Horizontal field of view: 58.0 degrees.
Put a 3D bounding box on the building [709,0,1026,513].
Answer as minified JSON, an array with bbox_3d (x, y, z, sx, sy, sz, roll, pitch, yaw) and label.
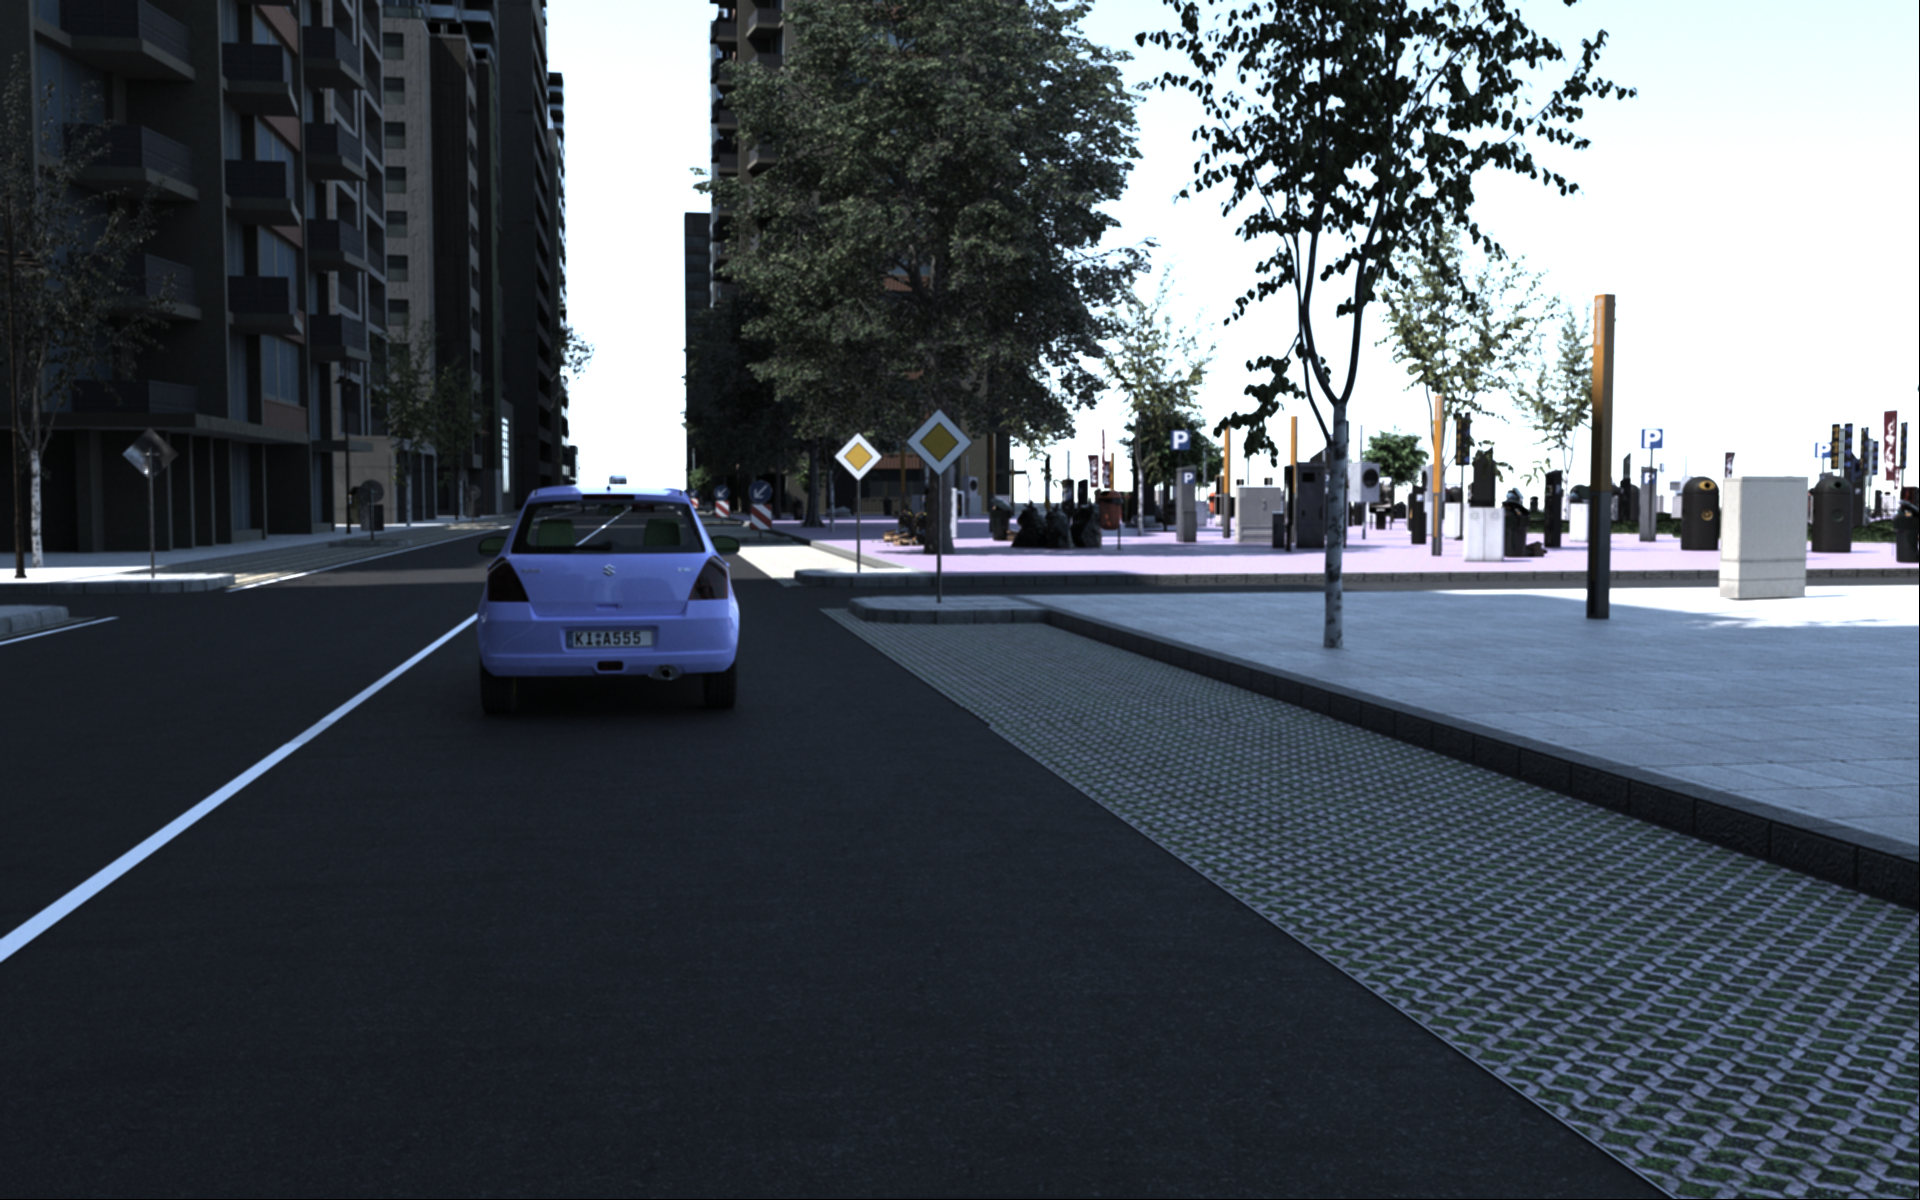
[{"bbox_3d":[-7.299,-29.070,129.913,22.147,44.769,28.867,-1,4,-10],"label":"building"}]

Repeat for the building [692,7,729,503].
[{"bbox_3d":[-24.340,-56.159,230.870,22.319,86.520,31.000,-1,4,-10],"label":"building"}]

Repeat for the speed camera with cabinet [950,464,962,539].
[{"bbox_3d":[-0.403,-3.422,50.287,0.660,3.252,2.038,0,4,-3],"label":"speed camera with cabinet"}]

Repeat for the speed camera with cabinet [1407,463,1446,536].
[{"bbox_3d":[14.285,-3.593,53.076,0.660,3.252,2.038,0,4,-2],"label":"speed camera with cabinet"}]

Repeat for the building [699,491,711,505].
[{"bbox_3d":[-14.795,-31.447,206.042,32.217,40.220,23.993,-1,4,-10],"label":"building"}]

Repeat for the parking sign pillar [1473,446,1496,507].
[{"bbox_3d":[29.766,-6.718,98.312,1.447,3.967,1.447,-2,4,-34],"label":"parking sign pillar"}]

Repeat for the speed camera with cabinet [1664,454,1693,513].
[{"bbox_3d":[35.636,-5.579,85.556,2.038,3.252,0.660,-3,4,-37],"label":"speed camera with cabinet"}]

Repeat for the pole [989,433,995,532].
[{"bbox_3d":[1.086,-3.923,57.982,0.158,3.312,0.155,0,3,0],"label":"pole"}]

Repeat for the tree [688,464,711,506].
[{"bbox_3d":[-27.991,-12.553,188.947,4.285,4.588,4.351,0,3,0],"label":"tree"}]

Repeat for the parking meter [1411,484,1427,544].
[{"bbox_3d":[11.724,-2.190,44.220,0.372,1.533,0.369,0,3,0],"label":"parking meter"}]

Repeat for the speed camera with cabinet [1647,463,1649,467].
[{"bbox_3d":[43.461,-7.158,111.362,2.038,3.252,0.660,3,5,44],"label":"speed camera with cabinet"}]

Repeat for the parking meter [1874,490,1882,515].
[{"bbox_3d":[51.443,-5.420,97.030,0.372,1.533,0.369,0,3,0],"label":"parking meter"}]

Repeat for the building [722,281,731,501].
[{"bbox_3d":[-13.685,-23.199,150.997,14.160,30.474,14.107,-1,4,-10],"label":"building"}]

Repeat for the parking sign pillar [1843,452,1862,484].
[{"bbox_3d":[48.464,-6.453,93.985,1.447,3.967,1.447,-2,4,-34],"label":"parking sign pillar"}]

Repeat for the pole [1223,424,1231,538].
[{"bbox_3d":[7.725,-3.440,50.082,0.158,3.312,0.155,0,3,0],"label":"pole"}]

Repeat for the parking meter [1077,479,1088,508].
[{"bbox_3d":[4.743,-3.745,66.935,0.255,1.863,0.399,-3,5,-41],"label":"parking meter"}]

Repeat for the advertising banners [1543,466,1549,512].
[{"bbox_3d":[33.430,-6.274,98.770,0.090,3.025,2.074,1,4,14],"label":"advertising banners"}]

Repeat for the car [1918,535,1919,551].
[{"bbox_3d":[18.519,-1.209,28.439,5.304,1.827,2.281,-1,4,-11],"label":"car"}]

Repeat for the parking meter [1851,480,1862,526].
[{"bbox_3d":[36.222,-3.933,70.023,0.399,1.863,0.255,0,4,7],"label":"parking meter"}]

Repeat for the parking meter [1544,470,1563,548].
[{"bbox_3d":[14.226,-2.192,41.548,0.399,1.863,0.255,-3,4,-37],"label":"parking meter"}]

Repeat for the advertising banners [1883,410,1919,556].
[{"bbox_3d":[19.394,-2.397,35.379,0.090,3.025,2.074,0,4,-1],"label":"advertising banners"}]

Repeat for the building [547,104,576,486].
[{"bbox_3d":[-58.979,-35.999,208.192,23.786,49.044,30.456,-1,4,-10],"label":"building"}]

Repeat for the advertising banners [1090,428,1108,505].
[{"bbox_3d":[3.772,-3.102,46.912,0.090,3.025,2.074,0,4,-2],"label":"advertising banners"}]

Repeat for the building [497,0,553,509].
[{"bbox_3d":[-47.917,-32.407,153.554,21.300,48.544,21.600,-1,4,-10],"label":"building"}]

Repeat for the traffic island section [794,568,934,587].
[{"bbox_3d":[-1.634,-0.366,28.269,2.009,0.180,2.903,-1,4,-10],"label":"traffic island section"}]

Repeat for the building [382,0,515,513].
[{"bbox_3d":[-44.269,-49.768,126.379,22.319,86.520,31.000,-1,4,-10],"label":"building"}]

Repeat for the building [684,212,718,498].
[{"bbox_3d":[-33.171,-34.859,253.535,14.154,41.232,14.086,-1,4,-10],"label":"building"}]

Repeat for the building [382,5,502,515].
[{"bbox_3d":[-36.086,-20.452,106.099,14.160,30.474,14.107,-1,4,-10],"label":"building"}]

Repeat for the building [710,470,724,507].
[{"bbox_3d":[-13.704,-44.604,167.519,20.563,71.187,20.611,-1,4,-10],"label":"building"}]

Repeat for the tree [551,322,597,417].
[{"bbox_3d":[-43.445,-19.455,173.983,12.611,20.169,13.585,0,3,0],"label":"tree"}]

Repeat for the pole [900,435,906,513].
[{"bbox_3d":[-1.968,-4.029,59.711,0.158,3.312,0.155,0,3,0],"label":"pole"}]

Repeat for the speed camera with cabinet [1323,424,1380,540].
[{"bbox_3d":[10.793,-3.319,48.609,2.038,3.252,0.660,-2,4,-24],"label":"speed camera with cabinet"}]

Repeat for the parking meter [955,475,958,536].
[{"bbox_3d":[-0.285,-2.862,52.508,0.399,1.863,0.255,3,5,40],"label":"parking meter"}]

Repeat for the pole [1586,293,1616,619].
[{"bbox_3d":[6.574,-1.462,17.755,0.158,3.312,0.155,0,3,0],"label":"pole"}]

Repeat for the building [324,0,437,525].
[{"bbox_3d":[-35.742,-39.211,79.358,20.563,71.187,20.611,-1,4,-10],"label":"building"}]

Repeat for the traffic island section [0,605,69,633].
[{"bbox_3d":[-10.900,0.231,18.510,2.009,0.180,2.903,-1,4,-10],"label":"traffic island section"}]

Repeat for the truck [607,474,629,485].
[{"bbox_3d":[-47.900,-15.471,242.703,2.967,4.110,18.799,-1,4,-11],"label":"truck"}]

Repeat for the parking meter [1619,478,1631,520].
[{"bbox_3d":[24.373,-3.534,63.495,0.255,1.863,0.399,-1,4,-11],"label":"parking meter"}]

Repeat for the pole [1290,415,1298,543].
[{"bbox_3d":[8.676,-3.132,45.044,0.158,3.312,0.155,0,3,0],"label":"pole"}]

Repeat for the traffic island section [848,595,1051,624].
[{"bbox_3d":[-0.227,0.115,20.409,2.009,0.180,2.903,-1,4,-10],"label":"traffic island section"}]

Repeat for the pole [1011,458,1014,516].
[{"bbox_3d":[3.012,-6.437,99.087,0.158,3.312,0.155,0,3,0],"label":"pole"}]

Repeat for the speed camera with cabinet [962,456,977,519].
[{"bbox_3d":[0.047,-5.756,88.443,0.660,3.252,2.038,3,5,40],"label":"speed camera with cabinet"}]

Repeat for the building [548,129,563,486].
[{"bbox_3d":[-50.760,-30.809,187.316,14.154,41.232,14.086,-1,4,-10],"label":"building"}]

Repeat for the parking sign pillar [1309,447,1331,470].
[{"bbox_3d":[18.496,-6.108,88.336,1.447,3.967,1.447,2,4,30],"label":"parking sign pillar"}]

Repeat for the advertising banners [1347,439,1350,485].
[{"bbox_3d":[12.018,-3.549,54.210,0.090,3.025,2.074,1,4,23],"label":"advertising banners"}]

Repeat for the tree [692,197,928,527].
[{"bbox_3d":[-5.597,-9.176,67.039,9.611,12.733,9.660,0,3,0],"label":"tree"}]

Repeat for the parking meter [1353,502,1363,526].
[{"bbox_3d":[16.169,-3.786,70.308,0.372,1.533,0.369,0,3,0],"label":"parking meter"}]

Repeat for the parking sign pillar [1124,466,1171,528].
[{"bbox_3d":[7.028,-4.757,66.242,1.447,3.967,1.447,-1,4,-16],"label":"parking sign pillar"}]

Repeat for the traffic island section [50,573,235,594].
[{"bbox_3d":[-12.307,-0.250,26.371,2.009,0.180,2.903,-1,4,-10],"label":"traffic island section"}]

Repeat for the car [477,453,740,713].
[{"bbox_3d":[-2.569,-0.193,12.740,1.945,1.707,3.694,-1,4,-11],"label":"car"}]

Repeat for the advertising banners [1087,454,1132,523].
[{"bbox_3d":[6.645,-4.912,76.494,2.074,3.025,0.090,0,4,1],"label":"advertising banners"}]

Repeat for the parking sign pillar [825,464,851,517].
[{"bbox_3d":[-6.788,-6.603,96.439,1.447,3.967,1.447,-1,4,-17],"label":"parking sign pillar"}]

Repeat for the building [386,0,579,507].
[{"bbox_3d":[-63.928,-56.554,237.322,22.319,86.520,31.000,-1,4,-10],"label":"building"}]

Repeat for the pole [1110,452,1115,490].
[{"bbox_3d":[7.417,-5.535,84.335,0.158,3.312,0.155,0,3,0],"label":"pole"}]

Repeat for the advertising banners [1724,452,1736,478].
[{"bbox_3d":[31.073,-4.603,71.440,2.074,3.025,0.090,-1,4,-14],"label":"advertising banners"}]

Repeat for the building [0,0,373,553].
[{"bbox_3d":[-29.398,-24.066,48.100,22.147,44.769,28.867,-1,4,-10],"label":"building"}]

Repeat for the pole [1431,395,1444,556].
[{"bbox_3d":[9.884,-2.567,35.820,0.158,3.312,0.155,0,3,0],"label":"pole"}]
